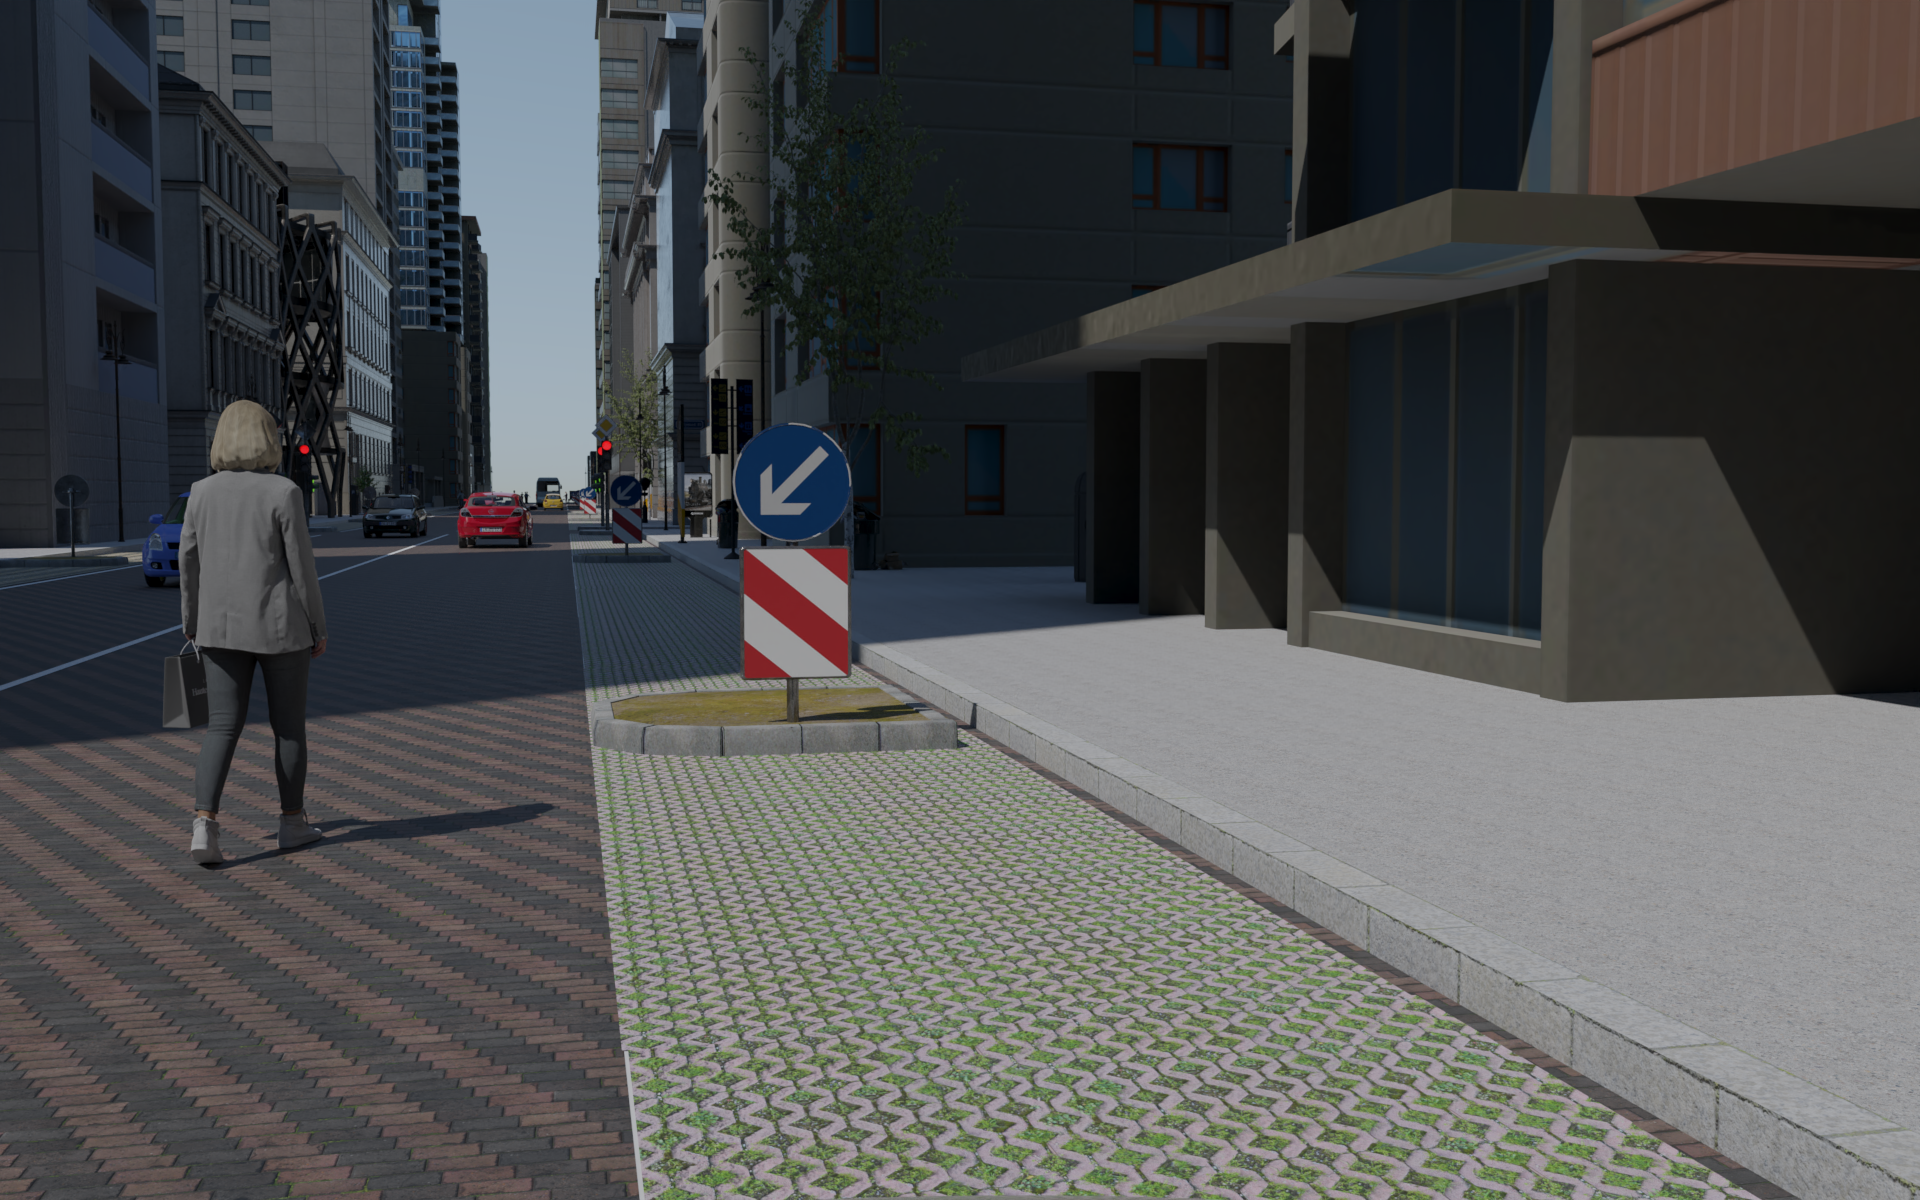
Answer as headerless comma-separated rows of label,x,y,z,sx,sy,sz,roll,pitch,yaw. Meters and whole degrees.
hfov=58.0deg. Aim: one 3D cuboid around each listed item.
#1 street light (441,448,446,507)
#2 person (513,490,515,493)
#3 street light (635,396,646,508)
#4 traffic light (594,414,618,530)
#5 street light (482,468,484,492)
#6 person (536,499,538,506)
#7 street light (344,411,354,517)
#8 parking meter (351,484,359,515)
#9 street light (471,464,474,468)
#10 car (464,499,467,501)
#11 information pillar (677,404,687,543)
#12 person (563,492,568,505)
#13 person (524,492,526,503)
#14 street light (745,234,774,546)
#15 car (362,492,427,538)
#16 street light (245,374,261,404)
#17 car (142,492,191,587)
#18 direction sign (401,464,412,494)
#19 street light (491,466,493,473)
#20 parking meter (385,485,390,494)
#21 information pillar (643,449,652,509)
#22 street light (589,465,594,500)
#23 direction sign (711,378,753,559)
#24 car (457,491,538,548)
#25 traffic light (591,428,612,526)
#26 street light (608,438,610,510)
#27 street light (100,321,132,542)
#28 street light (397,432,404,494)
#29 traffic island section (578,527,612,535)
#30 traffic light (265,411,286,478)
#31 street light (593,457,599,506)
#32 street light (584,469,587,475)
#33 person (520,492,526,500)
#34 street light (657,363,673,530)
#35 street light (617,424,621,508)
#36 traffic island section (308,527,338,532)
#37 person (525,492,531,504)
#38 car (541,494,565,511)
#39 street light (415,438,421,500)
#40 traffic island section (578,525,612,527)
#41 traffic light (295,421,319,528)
street light,-51.210,-12.172,171.799,0.468,5.910,1.993,-1,4,-13
person,-46.165,-10.461,179.469,1.348,1.831,0.705,0,4,-3
street light,-15.120,-6.677,81.960,0.468,5.910,1.993,-1,4,-13
traffic light,-12.452,-4.407,60.977,0.839,4.253,0.868,-1,4,-13
street light,-69.319,-17.068,251.854,0.468,5.910,1.993,-1,4,-13
person,-51.584,-12.407,211.296,0.705,1.831,1.348,-2,4,-27
street light,-33.966,-7.559,96.374,0.468,5.910,1.993,-1,4,-13
parking meter,-36.274,-6.000,103.813,0.399,1.863,0.255,1,4,15
street light,-62.570,-15.245,222.040,0.468,5.910,1.993,-1,4,-13
car,-30.711,-6.245,111.142,2.155,1.783,4.494,-1,4,-13
information pillar,-7.277,-3.293,45.193,0.183,3.616,0.504,-1,4,-21
person,-52.775,-13.622,231.672,0.568,1.767,0.683,0,4,-5
person,-67.057,-15.810,267.128,0.705,1.807,1.348,-2,4,-32
street light,-3.506,-3.548,30.799,0.468,5.910,1.993,-1,4,-13
car,-18.898,-2.948,57.985,2.009,1.686,4.222,-1,4,-11
street light,-27.184,-5.741,66.648,0.468,5.910,1.993,-1,4,-13
car,-11.994,-1.130,28.075,1.945,1.707,3.694,-1,4,-11
direction sign,-42.199,-8.575,132.191,0.379,3.537,0.876,3,5,39
street light,-76.088,-18.887,281.583,0.468,5.910,1.993,-1,4,-13
parking meter,-36.811,-6.465,111.413,0.255,1.863,0.399,0,4,3
information pillar,-16.055,-5.967,88.920,0.504,3.616,0.183,1,4,18
street light,-45.860,-14.924,216.801,0.468,5.910,1.993,-1,4,-13
direction sign,-4.474,-2.574,34.083,0.876,3.537,0.379,-2,4,-29
car,-12.695,-2.348,47.438,2.155,1.783,4.494,-1,4,-11
traffic light,-14.225,-4.883,68.764,0.839,4.253,0.868,-1,4,-13
street light,-28.794,-10.352,142.044,0.468,5.910,1.993,-1,4,-13
street light,-22.501,-4.496,46.302,0.468,5.910,1.993,-1,4,-13
street light,-40.728,-9.381,126.159,0.468,5.910,1.993,-1,4,-13
traffic island section,-12.410,-2.374,61.100,2.009,0.180,2.903,-1,4,-13
traffic light,-23.234,-4.256,58.514,0.839,4.253,0.868,-1,4,-13
street light,-38.983,-13.091,186.831,0.468,5.910,1.993,-1,4,-13
street light,-57.382,-18.040,267.747,0.468,5.910,1.993,-1,4,-13
person,-63.703,-14.843,251.904,1.217,1.735,0.721,0,4,-6
street light,-10.396,-5.400,61.072,0.468,5.910,1.993,-1,4,-13
street light,-22.060,-8.533,112.307,0.468,5.910,1.993,-1,4,-13
traffic island section,-25.049,-2.700,66.426,2.009,0.180,2.903,-1,4,-13
person,-64.486,-15.262,258.026,0.705,1.826,1.348,2,4,24
car,-35.437,-8.603,150.879,2.015,1.641,3.980,-1,4,-14
street light,-44.306,-10.340,141.851,0.468,5.910,1.993,-1,4,-13
traffic island section,-14.183,-2.851,68.887,2.009,0.180,2.903,-1,4,-13
traffic light,-25.007,-4.733,66.301,0.839,4.253,0.868,-1,4,-13
